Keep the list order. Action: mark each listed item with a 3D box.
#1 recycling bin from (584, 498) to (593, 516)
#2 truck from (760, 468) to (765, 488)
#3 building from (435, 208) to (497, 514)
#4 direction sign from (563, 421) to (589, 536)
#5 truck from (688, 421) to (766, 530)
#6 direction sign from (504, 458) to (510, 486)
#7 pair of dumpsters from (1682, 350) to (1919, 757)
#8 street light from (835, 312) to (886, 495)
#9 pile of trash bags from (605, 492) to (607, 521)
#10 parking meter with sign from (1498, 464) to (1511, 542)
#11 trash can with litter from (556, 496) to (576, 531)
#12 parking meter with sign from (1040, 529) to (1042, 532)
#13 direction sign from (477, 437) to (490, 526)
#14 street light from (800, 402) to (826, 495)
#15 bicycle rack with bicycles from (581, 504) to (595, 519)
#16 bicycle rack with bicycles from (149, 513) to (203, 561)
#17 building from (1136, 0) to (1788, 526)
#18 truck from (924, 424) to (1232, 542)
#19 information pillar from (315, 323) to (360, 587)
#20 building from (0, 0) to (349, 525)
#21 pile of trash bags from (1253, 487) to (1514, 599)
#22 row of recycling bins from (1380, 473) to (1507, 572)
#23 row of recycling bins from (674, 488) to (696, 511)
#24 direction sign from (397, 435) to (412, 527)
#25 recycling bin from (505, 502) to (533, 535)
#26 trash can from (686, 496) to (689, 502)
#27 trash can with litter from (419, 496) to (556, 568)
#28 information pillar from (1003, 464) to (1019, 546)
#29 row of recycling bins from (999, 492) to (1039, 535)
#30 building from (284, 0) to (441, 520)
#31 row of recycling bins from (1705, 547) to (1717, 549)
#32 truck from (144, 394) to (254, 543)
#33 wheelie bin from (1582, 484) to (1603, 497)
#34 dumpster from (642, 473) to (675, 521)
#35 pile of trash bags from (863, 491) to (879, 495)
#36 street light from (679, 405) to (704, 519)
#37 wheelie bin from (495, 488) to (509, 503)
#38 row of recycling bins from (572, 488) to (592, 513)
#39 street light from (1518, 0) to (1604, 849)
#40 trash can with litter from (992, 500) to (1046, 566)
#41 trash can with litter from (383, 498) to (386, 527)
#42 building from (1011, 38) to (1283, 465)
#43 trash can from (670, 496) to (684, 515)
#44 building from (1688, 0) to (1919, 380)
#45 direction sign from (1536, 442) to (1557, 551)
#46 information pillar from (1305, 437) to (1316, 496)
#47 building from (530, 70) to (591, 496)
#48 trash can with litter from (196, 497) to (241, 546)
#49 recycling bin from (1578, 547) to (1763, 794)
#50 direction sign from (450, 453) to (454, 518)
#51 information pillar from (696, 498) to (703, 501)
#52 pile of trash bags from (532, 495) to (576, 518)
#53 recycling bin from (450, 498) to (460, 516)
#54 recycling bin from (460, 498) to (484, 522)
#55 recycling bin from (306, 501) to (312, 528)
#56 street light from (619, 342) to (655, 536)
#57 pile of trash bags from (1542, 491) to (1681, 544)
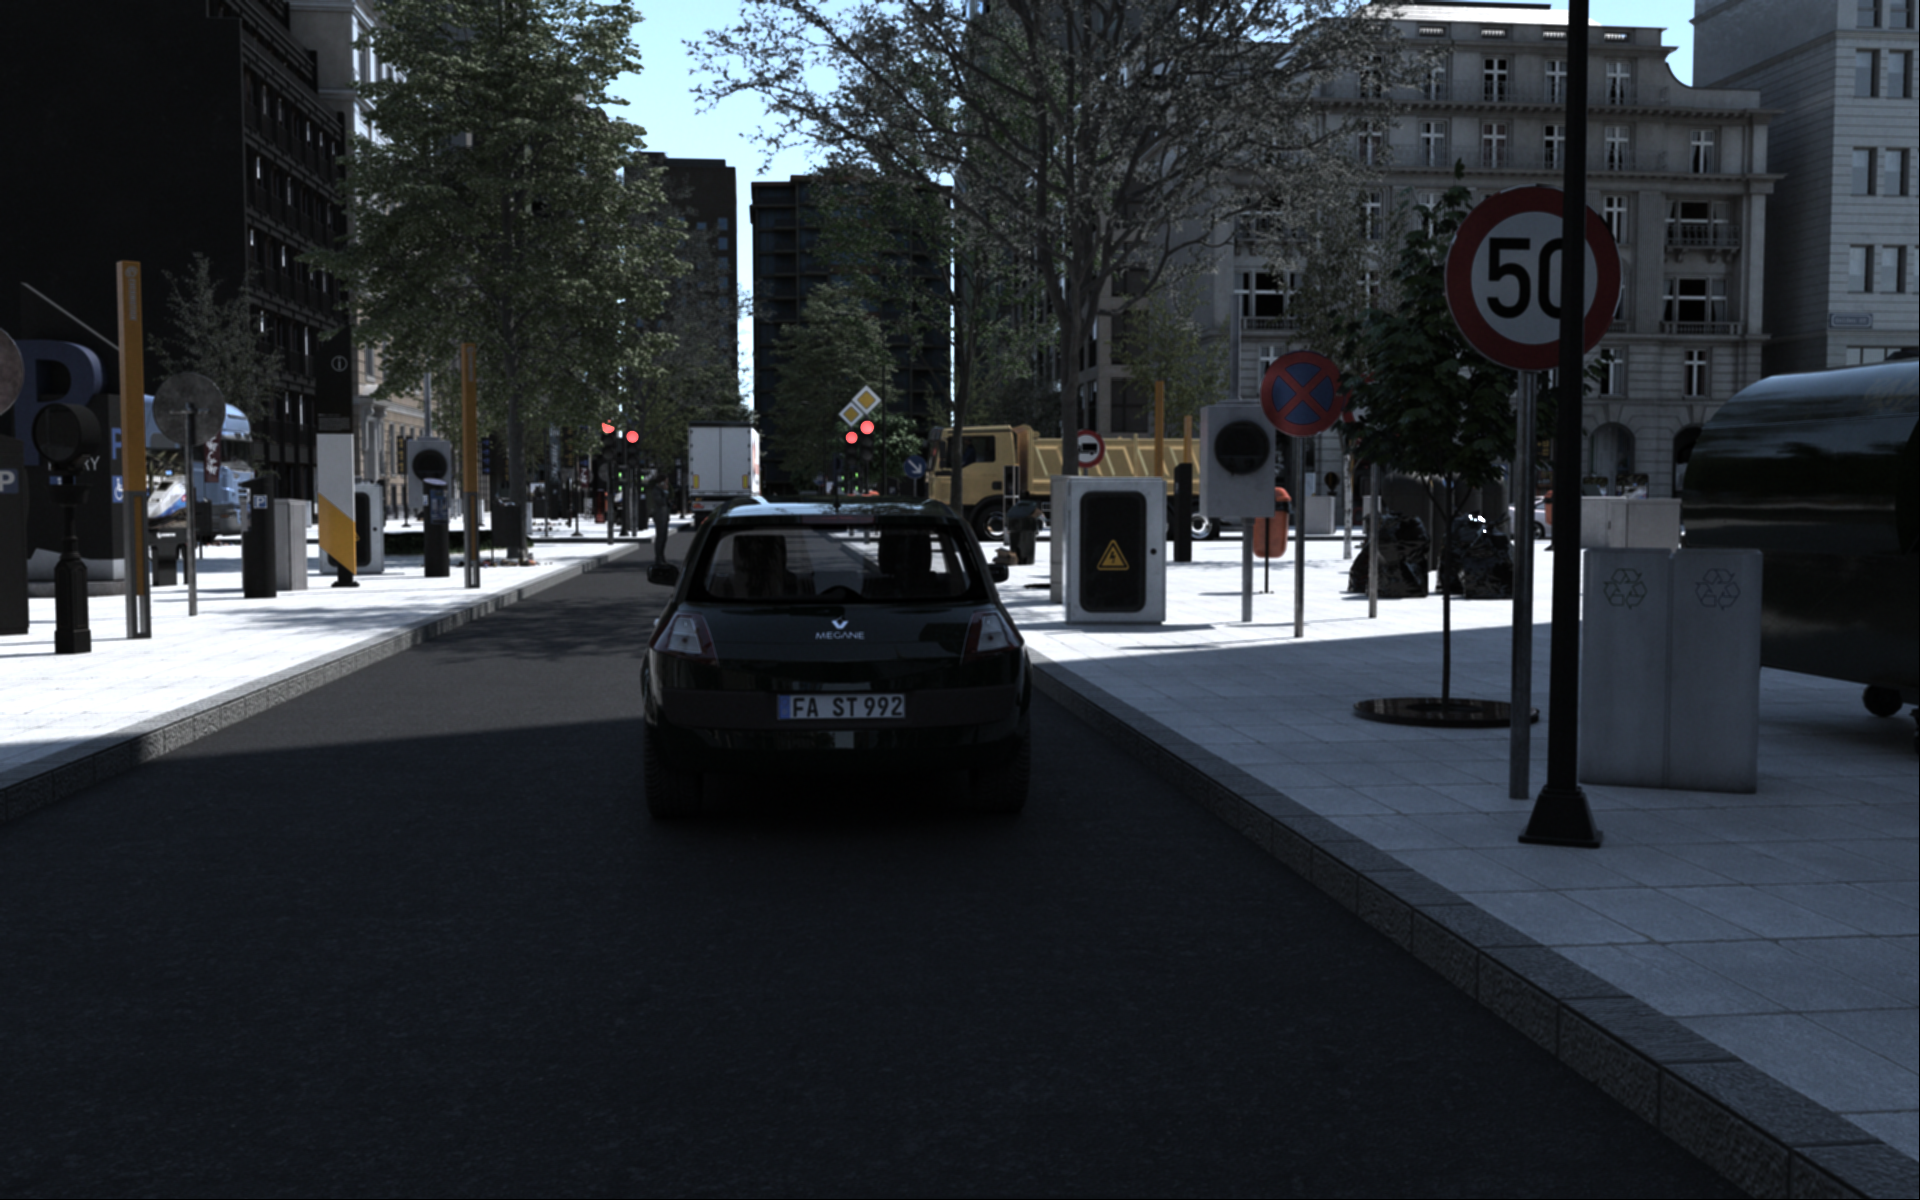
[{"bbox_3d":[-22.072,-5.585,103.868,0.722,1.027,0.722,-3,5,-39],"label":"recycling bin"},{"bbox_3d":[-20.923,-11.167,172.343,2.967,4.110,18.799,0,4,-6],"label":"truck"},{"bbox_3d":[-37.947,-16.419,110.250,13.314,21.916,24.055,0,4,-6],"label":"building"},{"bbox_3d":[-11.630,-3.701,52.501,0.379,3.537,0.876,3,5,43],"label":"direction sign"},{"bbox_3d":[-9.693,-5.109,72.447,2.839,4.237,11.283,0,4,-5],"label":"truck"},{"bbox_3d":[-28.249,-7.135,108.652,0.379,3.537,0.876,2,4,34],"label":"direction sign"},{"bbox_3d":[5.150,-0.327,7.838,1.574,2.255,4.437,0,4,-7],"label":"pair of dumpsters"},{"bbox_3d":[-2.493,-4.395,44.399,1.470,5.913,1.316,0,4,-6],"label":"street light"},{"bbox_3d":[-16.458,-4.438,82.316,1.912,1.369,3.447,0,4,6],"label":"pile of trash bags"},{"bbox_3d":[10.684,-2.346,34.611,0.543,3.016,1.738,0,4,6],"label":"parking meter with sign"},{"bbox_3d":[-14.760,-2.995,60.031,2.233,1.210,1.678,-3,5,-42],"label":"trash can with litter"},{"bbox_3d":[1.937,-3.841,59.060,1.738,3.016,0.543,0,4,-5],"label":"parking meter with sign"},{"bbox_3d":[-19.147,-4.714,69.065,0.876,3.537,0.379,-3,5,-41],"label":"direction sign"},{"bbox_3d":[-7.370,-7.029,87.473,1.470,5.913,1.316,0,4,-6],"label":"street light"},{"bbox_3d":[-17.632,-4.616,88.847,2.925,0.926,2.852,1,4,11],"label":"bicycle rack with bicycles"},{"bbox_3d":[-15.782,-1.233,33.537,2.852,0.926,2.925,0,4,3],"label":"bicycle rack with bicycles"},{"bbox_3d":[20.849,-14.296,75.543,24.055,21.916,13.314,0,4,-6],"label":"building"},{"bbox_3d":[3.027,-3.279,49.541,9.791,3.379,3.469,0,4,-5],"label":"truck"},{"bbox_3d":[-8.574,-1.985,23.817,0.504,3.616,0.183,0,4,-8],"label":"information pillar"},{"bbox_3d":[-33.163,-14.729,70.503,12.332,23.373,15.834,0,4,-6],"label":"building"},{"bbox_3d":[5.385,-0.763,22.227,3.447,1.369,1.912,1,4,16],"label":"pile of trash bags"},{"bbox_3d":[8.281,-1.382,29.709,1.069,1.692,3.534,3,5,43],"label":"row of recycling bins"},{"bbox_3d":[-19.715,-7.142,123.888,1.069,1.692,3.534,-2,4,-31],"label":"row of recycling bins"},{"bbox_3d":[-21.567,-4.609,67.353,0.379,3.537,0.876,1,4,21],"label":"direction sign"},{"bbox_3d":[-13.834,-2.552,54.274,0.722,1.027,0.722,-2,4,-27],"label":"recycling bin"},{"bbox_3d":[-18.067,-6.220,113.354,0.748,1.137,0.748,0,3,0],"label":"trash can"},{"bbox_3d":[-8.485,-1.215,30.921,2.233,1.210,1.678,0,4,-8],"label":"trash can with litter"},{"bbox_3d":[1.278,-2.365,43.152,0.304,2.012,0.304,2,4,26],"label":"information pillar"},{"bbox_3d":[1.805,-2.958,55.472,1.069,1.692,3.534,-1,4,-11],"label":"row of recycling bins"},{"bbox_3d":[-34.884,-18.489,88.201,13.634,28.700,20.117,0,4,-6],"label":"building"},{"bbox_3d":[8.596,-0.520,15.621,3.534,1.692,1.069,2,4,34],"label":"row of recycling bins"},{"bbox_3d":[-27.609,-3.379,45.007,18.799,4.110,2.967,0,4,-6],"label":"truck"},{"bbox_3d":[19.960,-2.885,55.077,0.980,1.594,0.693,-1,4,-22],"label":"wheelie bin"},{"bbox_3d":[-13.852,-4.694,79.242,1.502,2.255,1.985,0,4,-6],"label":"dumpster"},{"bbox_3d":[-1.653,-2.749,54.702,3.447,1.369,1.912,-3,5,-39],"label":"pile of trash bags"},{"bbox_3d":[-14.027,-7.227,90.694,1.470,5.913,1.316,0,4,-6],"label":"street light"},{"bbox_3d":[-25.641,-5.473,97.393,0.980,1.594,0.693,-2,4,-27],"label":"wheelie bin"},{"bbox_3d":[-25.002,-6.651,115.861,1.069,1.692,3.534,1,4,20],"label":"row of recycling bins"},{"bbox_3d":[1.696,-2.059,6.205,1.470,5.913,1.316,0,4,-6],"label":"street light"},{"bbox_3d":[1.053,-1.217,31.277,0.624,1.170,1.055,2,4,32],"label":"trash can with litter"},{"bbox_3d":[-22.322,-3.321,65.692,1.055,1.170,0.624,0,4,2],"label":"trash can with litter"},{"bbox_3d":[15.240,-18.837,112.498,19.350,26.468,34.151,0,4,-6],"label":"building"},{"bbox_3d":[-17.876,-5.880,107.798,0.748,1.137,0.748,0,3,0],"label":"trash can"},{"bbox_3d":[49.098,-18.290,76.531,29.804,29.767,11.434,0,4,-6],"label":"building"},{"bbox_3d":[13.433,-2.883,39.141,0.876,3.537,0.379,3,5,40],"label":"direction sign"},{"bbox_3d":[13.484,-4.619,66.876,0.183,3.616,0.504,-3,5,-43],"label":"information pillar"},{"bbox_3d":[-46.119,-32.308,178.342,14.200,45.320,14.600,0,4,-6],"label":"building"},{"bbox_3d":[-18.498,-1.957,43.058,2.233,1.210,1.678,0,4,-6],"label":"trash can with litter"},{"bbox_3d":[3.206,0.289,7.822,0.722,1.027,0.722,1,4,23],"label":"recycling bin"},{"bbox_3d":[-26.995,-6.085,91.485,0.876,3.537,0.379,3,5,41],"label":"direction sign"},{"bbox_3d":[-16.256,-7.149,108.243,0.504,3.616,0.183,-1,4,-20],"label":"information pillar"},{"bbox_3d":[-22.116,-5.007,91.618,3.447,1.369,1.912,-2,4,-26],"label":"pile of trash bags"},{"bbox_3d":[-29.509,-5.408,100.976,0.722,1.027,0.722,-2,4,-27],"label":"recycling bin"},{"bbox_3d":[-22.097,-4.044,78.675,0.722,1.027,0.722,1,4,12],"label":"recycling bin"},{"bbox_3d":[-25.205,-3.268,65.984,0.722,1.027,0.722,3,5,41],"label":"recycling bin"},{"bbox_3d":[-9.664,-4.892,52.521,1.470,5.913,1.316,0,4,-6],"label":"street light"},{"bbox_3d":[17.253,-2.213,45.930,3.447,1.369,1.912,1,4,15],"label":"pile of trash bags"}]
